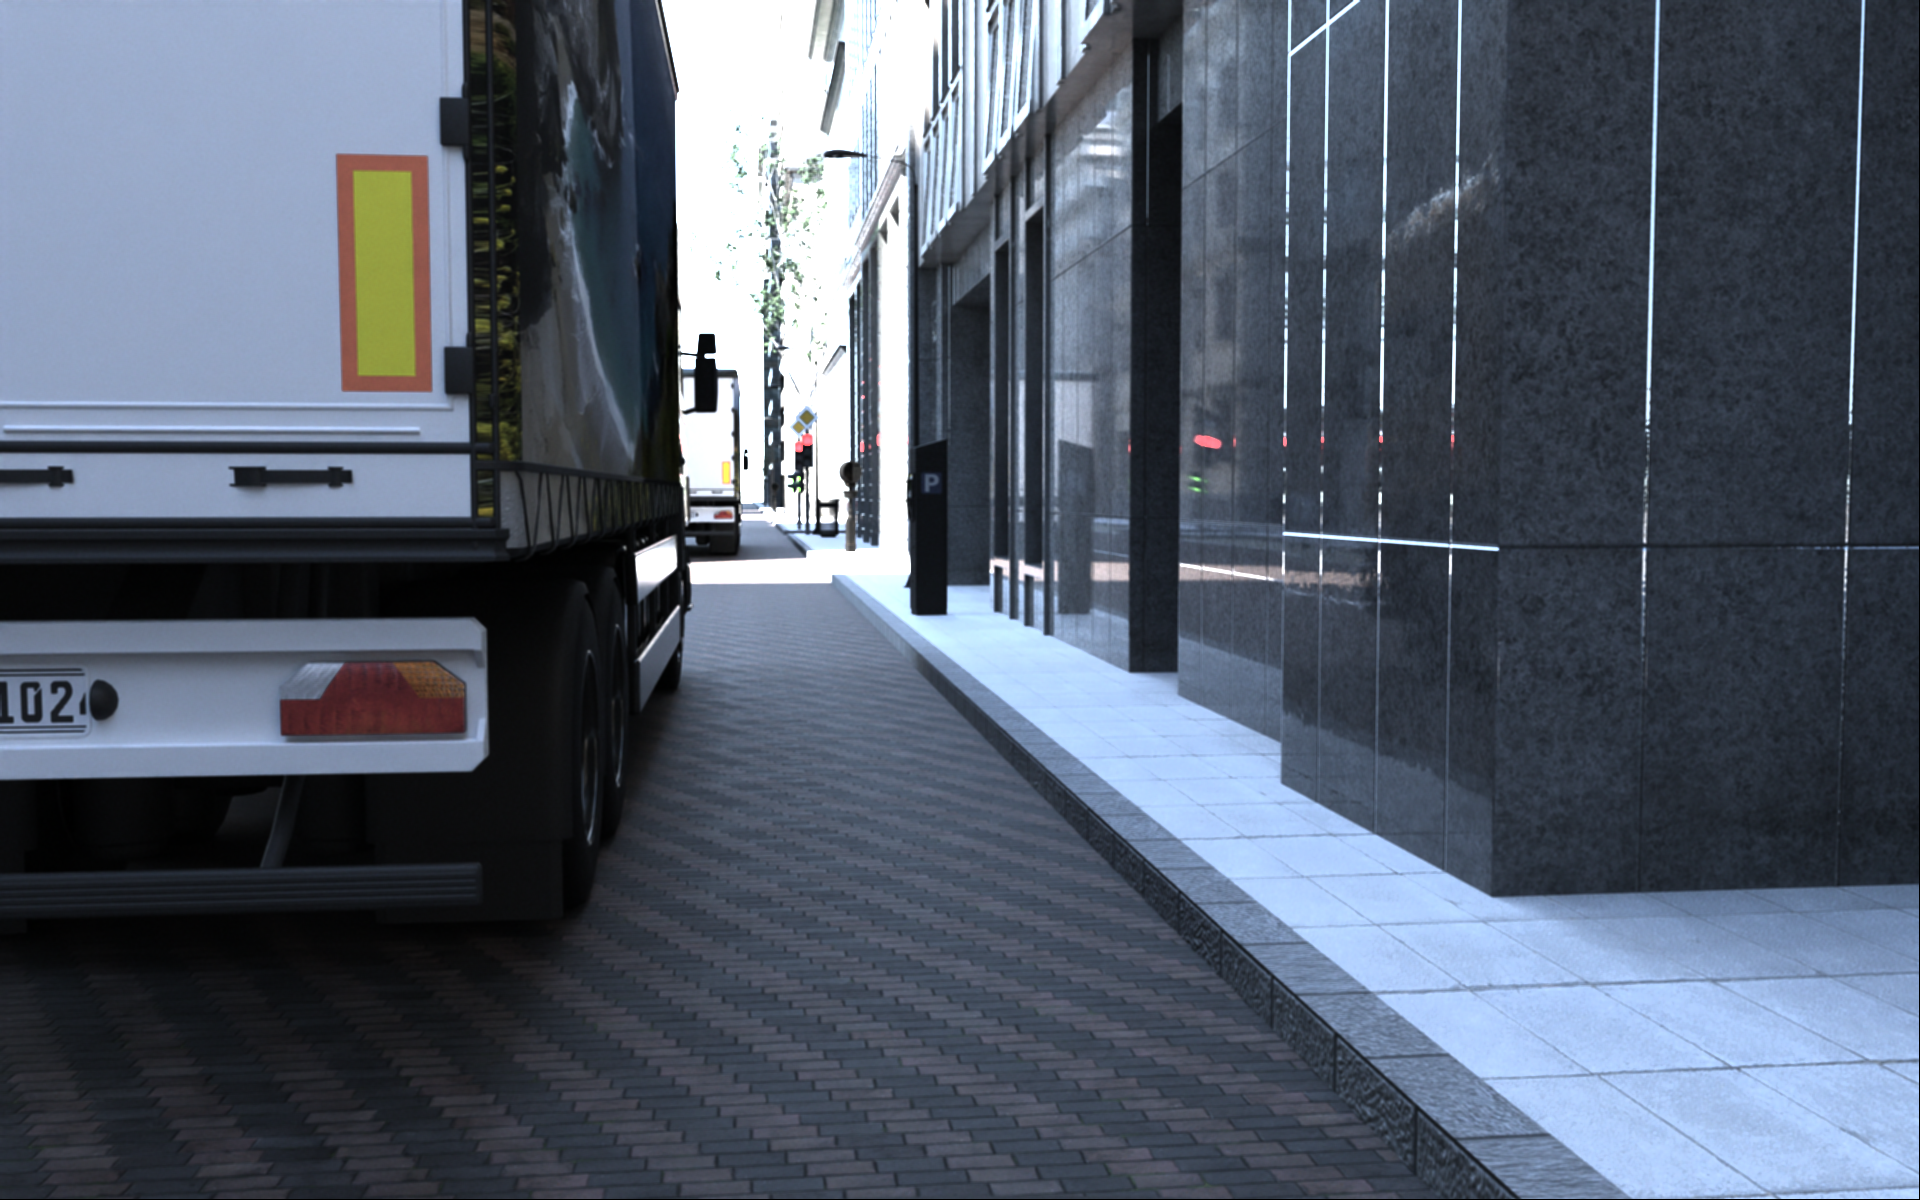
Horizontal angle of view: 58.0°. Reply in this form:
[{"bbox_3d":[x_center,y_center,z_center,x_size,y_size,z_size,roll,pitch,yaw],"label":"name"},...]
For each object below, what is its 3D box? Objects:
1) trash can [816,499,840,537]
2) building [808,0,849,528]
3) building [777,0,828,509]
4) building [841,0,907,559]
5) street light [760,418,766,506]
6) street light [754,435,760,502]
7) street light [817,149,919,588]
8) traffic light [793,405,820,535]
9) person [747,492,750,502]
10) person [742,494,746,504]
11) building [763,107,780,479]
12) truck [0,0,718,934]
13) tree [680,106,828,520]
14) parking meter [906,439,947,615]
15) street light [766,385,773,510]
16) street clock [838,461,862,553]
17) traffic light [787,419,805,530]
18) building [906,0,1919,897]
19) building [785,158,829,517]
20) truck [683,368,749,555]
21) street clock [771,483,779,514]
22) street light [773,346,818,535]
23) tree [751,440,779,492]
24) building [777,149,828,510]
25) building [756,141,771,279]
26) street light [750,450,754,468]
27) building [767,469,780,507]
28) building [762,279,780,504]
[{"bbox_3d":[-3.925,-2.444,51.609,0.748,1.137,0.748,0,3,0],"label":"trash can"},{"bbox_3d":[9.132,-14.571,71.519,30.059,22.955,16.112,0,4,-7],"label":"building"},{"bbox_3d":[-4.943,-32.277,151.427,21.300,48.544,21.600,0,4,-7],"label":"building"},{"bbox_3d":[3.606,-16.066,40.168,11.434,29.767,29.804,0,4,-7],"label":"building"},{"bbox_3d":[-11.254,-8.137,105.574,1.470,5.913,1.316,0,4,-7],"label":"street light"},{"bbox_3d":[-15.219,-10.018,136.341,1.470,5.913,1.316,0,4,-7],"label":"street light"},{"bbox_3d":[-1.141,-3.119,23.530,1.470,5.913,1.316,0,4,-7],"label":"street light"},{"bbox_3d":[-4.836,-4.017,54.601,0.839,4.253,0.868,0,4,-7],"label":"traffic light"},{"bbox_3d":[-32.176,-15.547,263.605,0.541,1.710,0.530,-1,4,-23],"label":"person"},{"bbox_3d":[-32.176,-15.056,257.853,0.628,1.438,0.799,-1,4,-9],"label":"person"},{"bbox_3d":[-10.640,-35.401,198.417,23.786,49.044,30.456,0,4,-7],"label":"building"},{"bbox_3d":[-2.823,-1.239,9.163,2.839,4.237,11.283,0,4,-7],"label":"truck"},{"bbox_3d":[-8.842,-14.104,86.483,12.611,20.169,13.585,0,3,0],"label":"tree"},{"bbox_3d":[-0.350,-0.776,18.394,0.399,1.863,0.255,-1,4,-16],"label":"parking meter"},{"bbox_3d":[-7.405,-6.194,73.817,1.470,5.913,1.316,0,4,-7],"label":"street light"},{"bbox_3d":[-2.401,-2.042,37.958,0.471,2.002,0.358,-2,4,-32],"label":"street clock"},{"bbox_3d":[-5.826,-4.502,62.525,0.839,4.253,0.868,0,4,-7],"label":"traffic light"},{"bbox_3d":[6.423,-12.068,15.335,12.078,24.808,19.932,0,4,-7],"label":"building"},{"bbox_3d":[-5.081,-15.272,104.447,10.420,20.320,16.860,0,4,-7],"label":"building"},{"bbox_3d":[-6.801,-3.369,43.991,2.839,4.237,11.283,0,4,-7],"label":"truck"},{"bbox_3d":[-12.111,-6.660,113.461,0.471,2.002,0.358,0,4,3],"label":"street clock"},{"bbox_3d":[-5.053,-5.014,54.527,1.470,5.913,1.316,0,4,-7],"label":"street light"},{"bbox_3d":[-24.729,-16.687,223.186,4.360,8.622,3.978,0,3,0],"label":"tree"},{"bbox_3d":[-6.745,-20.076,125.508,12.463,27.353,25.104,0,4,-7],"label":"building"},{"bbox_3d":[-15.204,-40.695,254.594,28.713,52.752,27.495,0,4,-7],"label":"building"},{"bbox_3d":[-20.868,-12.732,180.711,1.470,5.913,1.316,0,4,-7],"label":"street light"},{"bbox_3d":[-8.802,-44.846,171.484,20.563,71.187,20.611,0,4,-7],"label":"building"},{"bbox_3d":[-19.478,-28.211,232.954,14.160,30.474,14.107,0,4,-7],"label":"building"}]
